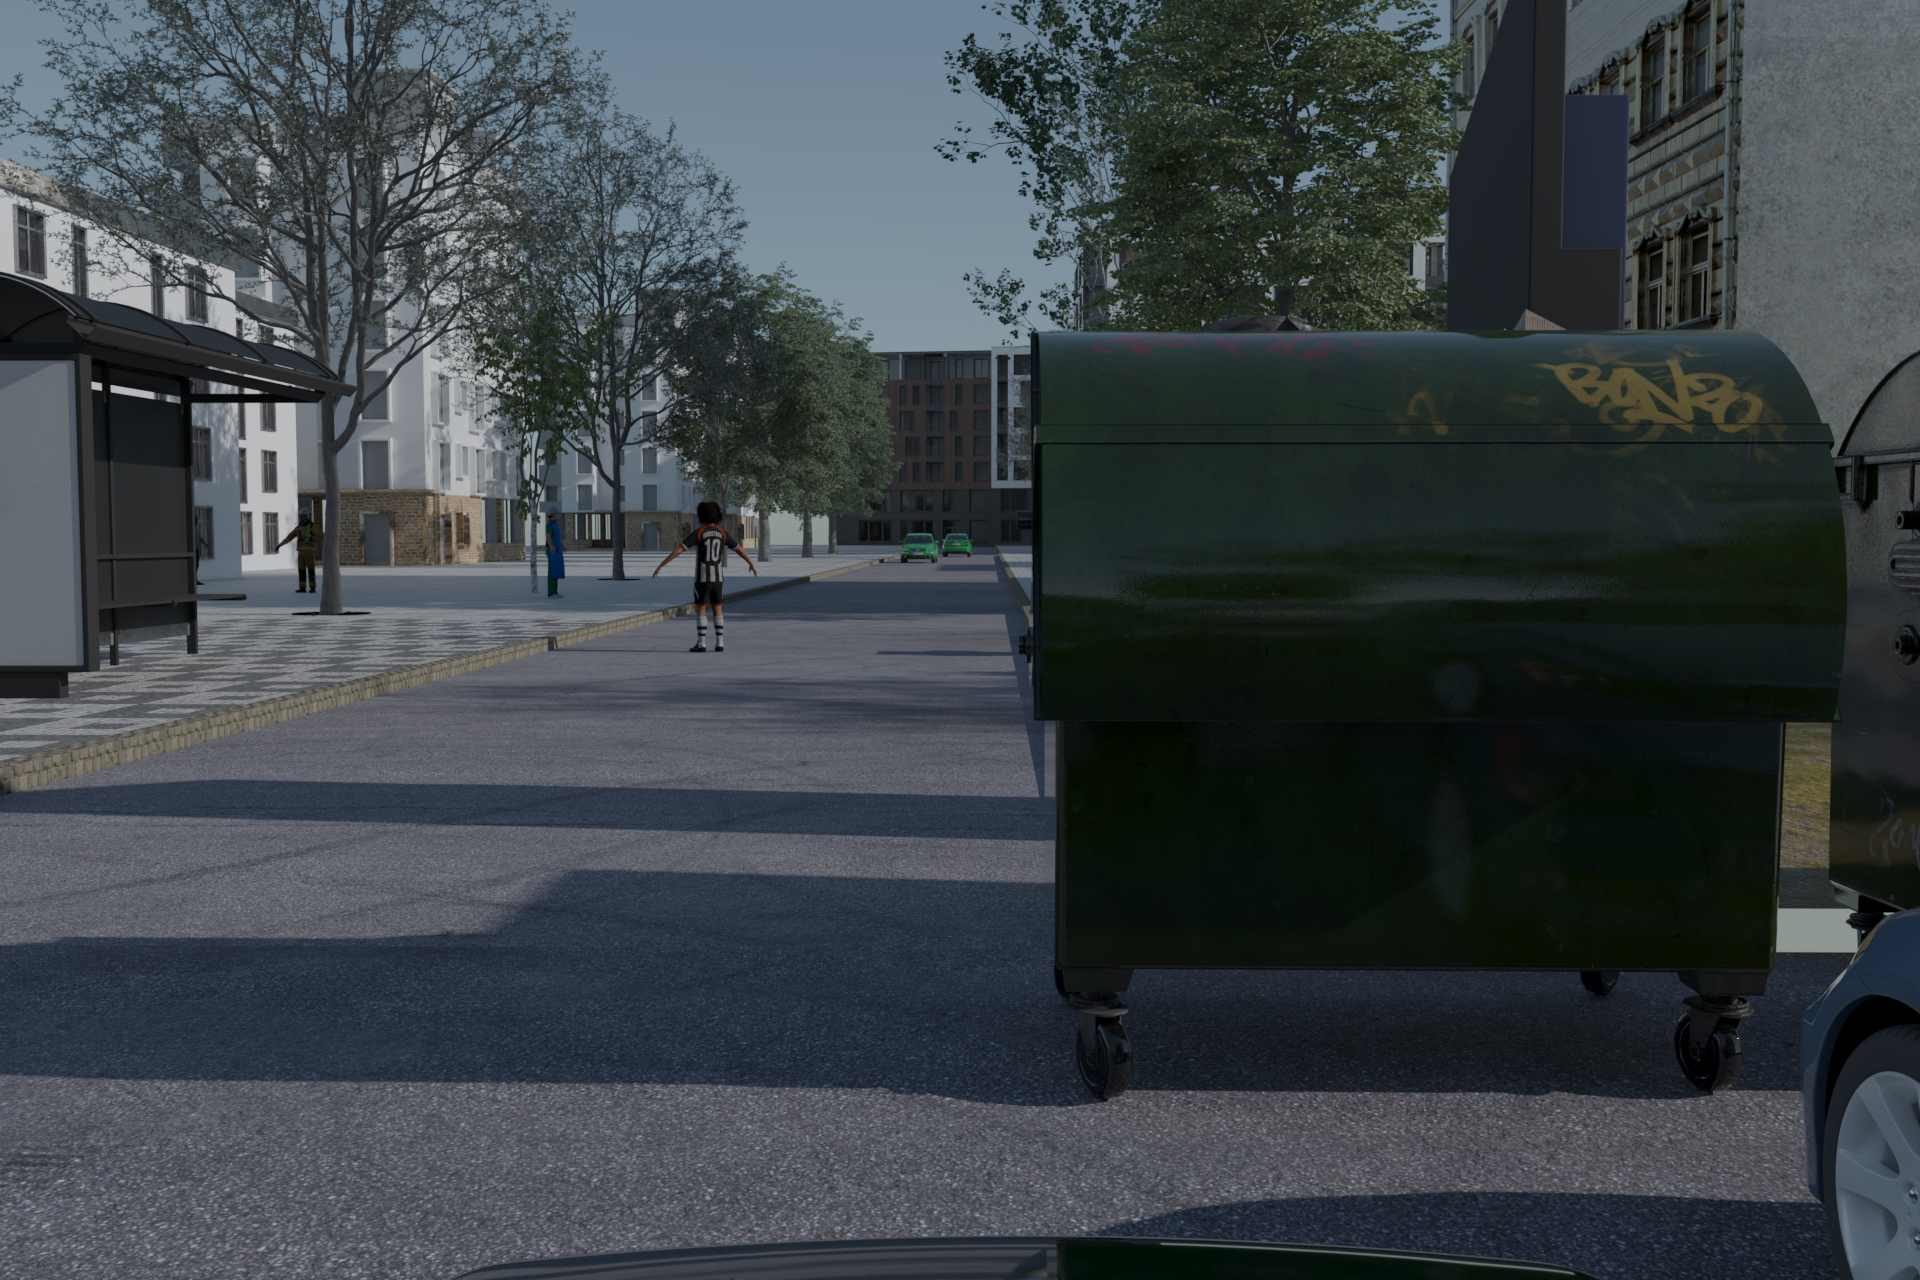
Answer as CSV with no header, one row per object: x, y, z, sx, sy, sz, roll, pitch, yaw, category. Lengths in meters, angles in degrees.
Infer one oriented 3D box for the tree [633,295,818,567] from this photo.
-8.856,-8.085,66.599,8.767,10.594,7.601,3,4,36,tree

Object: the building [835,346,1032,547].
3.566,-21.728,201.685,32.646,21.610,27.936,1,4,10,building

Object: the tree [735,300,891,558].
-8.458,-11.478,94.327,9.857,13.997,8.962,0,3,0,tree

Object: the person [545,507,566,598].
-8.100,-1.744,34.648,0.704,1.817,1.347,0,4,-3,person

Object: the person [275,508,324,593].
-14.270,-1.957,37.767,1.354,1.858,0.705,1,4,12,person

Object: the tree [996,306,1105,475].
6.983,-11.175,93.074,12.009,13.543,11.850,0,3,0,tree

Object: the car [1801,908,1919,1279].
2.384,0.653,1.321,2.014,1.417,4.499,0,4,1,car

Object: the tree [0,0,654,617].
-9.811,-7.136,27.050,12.009,13.543,11.850,0,3,0,tree

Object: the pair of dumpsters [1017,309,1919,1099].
2.378,0.007,4.829,4.436,2.255,1.574,0,4,1,pair of dumpsters

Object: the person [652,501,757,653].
-3.061,-0.760,21.030,1.345,1.843,0.704,-2,4,-30,person

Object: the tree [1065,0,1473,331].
5.486,-6.832,29.823,7.486,12.596,7.792,0,3,0,tree

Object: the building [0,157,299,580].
-25.765,-6.678,51.329,9.099,9.664,28.070,0,4,0,building

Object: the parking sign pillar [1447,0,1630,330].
2.702,-1.211,8.270,1.447,3.967,1.447,0,3,0,parking sign pillar

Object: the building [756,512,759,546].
-26.075,-19.222,170.694,16.016,20.090,11.380,0,4,2,building

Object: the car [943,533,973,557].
-0.168,-6.165,109.590,1.959,1.807,4.718,0,4,1,car

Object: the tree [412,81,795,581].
-9.598,-8.395,47.621,12.009,13.543,11.850,0,3,0,tree

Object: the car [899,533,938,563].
-2.039,-4.773,86.839,1.959,1.807,4.718,0,4,1,car

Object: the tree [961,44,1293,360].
6.517,-12.855,66.075,12.611,20.169,13.585,0,3,0,tree

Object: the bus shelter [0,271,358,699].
-7.519,-1.349,15.977,2.014,3.302,5.546,0,4,1,bus shelter

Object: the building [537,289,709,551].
-26.710,-17.032,134.891,16.016,20.090,11.380,0,4,2,building

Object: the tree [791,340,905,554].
-8.209,-12.579,112.328,9.857,13.997,8.962,0,3,0,tree

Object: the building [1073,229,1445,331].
22.538,-17.665,132.797,27.936,21.610,32.646,0,4,1,building

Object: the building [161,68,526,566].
-26.430,-13.181,71.924,16.016,20.090,11.380,0,4,0,building

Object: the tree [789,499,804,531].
-18.192,-15.317,200.787,4.737,8.622,4.395,0,3,0,tree

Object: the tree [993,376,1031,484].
7.452,-11.994,106.473,12.009,13.543,11.850,0,3,0,tree

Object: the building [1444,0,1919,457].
22.166,-12.616,37.204,19.493,23.208,18.063,0,4,1,building

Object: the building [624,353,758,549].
-24.582,-18.077,151.973,16.016,20.090,11.380,0,4,2,building

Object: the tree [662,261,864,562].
-9.149,-10.588,79.762,9.857,13.997,8.962,0,3,0,tree

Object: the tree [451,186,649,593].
-9.152,-5.351,37.849,4.737,8.622,4.395,0,3,0,tree

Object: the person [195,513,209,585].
-19.193,-2.282,43.433,0.705,1.813,1.348,0,4,-3,person

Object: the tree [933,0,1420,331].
5.483,-11.570,45.066,12.611,20.169,13.585,0,3,0,tree
